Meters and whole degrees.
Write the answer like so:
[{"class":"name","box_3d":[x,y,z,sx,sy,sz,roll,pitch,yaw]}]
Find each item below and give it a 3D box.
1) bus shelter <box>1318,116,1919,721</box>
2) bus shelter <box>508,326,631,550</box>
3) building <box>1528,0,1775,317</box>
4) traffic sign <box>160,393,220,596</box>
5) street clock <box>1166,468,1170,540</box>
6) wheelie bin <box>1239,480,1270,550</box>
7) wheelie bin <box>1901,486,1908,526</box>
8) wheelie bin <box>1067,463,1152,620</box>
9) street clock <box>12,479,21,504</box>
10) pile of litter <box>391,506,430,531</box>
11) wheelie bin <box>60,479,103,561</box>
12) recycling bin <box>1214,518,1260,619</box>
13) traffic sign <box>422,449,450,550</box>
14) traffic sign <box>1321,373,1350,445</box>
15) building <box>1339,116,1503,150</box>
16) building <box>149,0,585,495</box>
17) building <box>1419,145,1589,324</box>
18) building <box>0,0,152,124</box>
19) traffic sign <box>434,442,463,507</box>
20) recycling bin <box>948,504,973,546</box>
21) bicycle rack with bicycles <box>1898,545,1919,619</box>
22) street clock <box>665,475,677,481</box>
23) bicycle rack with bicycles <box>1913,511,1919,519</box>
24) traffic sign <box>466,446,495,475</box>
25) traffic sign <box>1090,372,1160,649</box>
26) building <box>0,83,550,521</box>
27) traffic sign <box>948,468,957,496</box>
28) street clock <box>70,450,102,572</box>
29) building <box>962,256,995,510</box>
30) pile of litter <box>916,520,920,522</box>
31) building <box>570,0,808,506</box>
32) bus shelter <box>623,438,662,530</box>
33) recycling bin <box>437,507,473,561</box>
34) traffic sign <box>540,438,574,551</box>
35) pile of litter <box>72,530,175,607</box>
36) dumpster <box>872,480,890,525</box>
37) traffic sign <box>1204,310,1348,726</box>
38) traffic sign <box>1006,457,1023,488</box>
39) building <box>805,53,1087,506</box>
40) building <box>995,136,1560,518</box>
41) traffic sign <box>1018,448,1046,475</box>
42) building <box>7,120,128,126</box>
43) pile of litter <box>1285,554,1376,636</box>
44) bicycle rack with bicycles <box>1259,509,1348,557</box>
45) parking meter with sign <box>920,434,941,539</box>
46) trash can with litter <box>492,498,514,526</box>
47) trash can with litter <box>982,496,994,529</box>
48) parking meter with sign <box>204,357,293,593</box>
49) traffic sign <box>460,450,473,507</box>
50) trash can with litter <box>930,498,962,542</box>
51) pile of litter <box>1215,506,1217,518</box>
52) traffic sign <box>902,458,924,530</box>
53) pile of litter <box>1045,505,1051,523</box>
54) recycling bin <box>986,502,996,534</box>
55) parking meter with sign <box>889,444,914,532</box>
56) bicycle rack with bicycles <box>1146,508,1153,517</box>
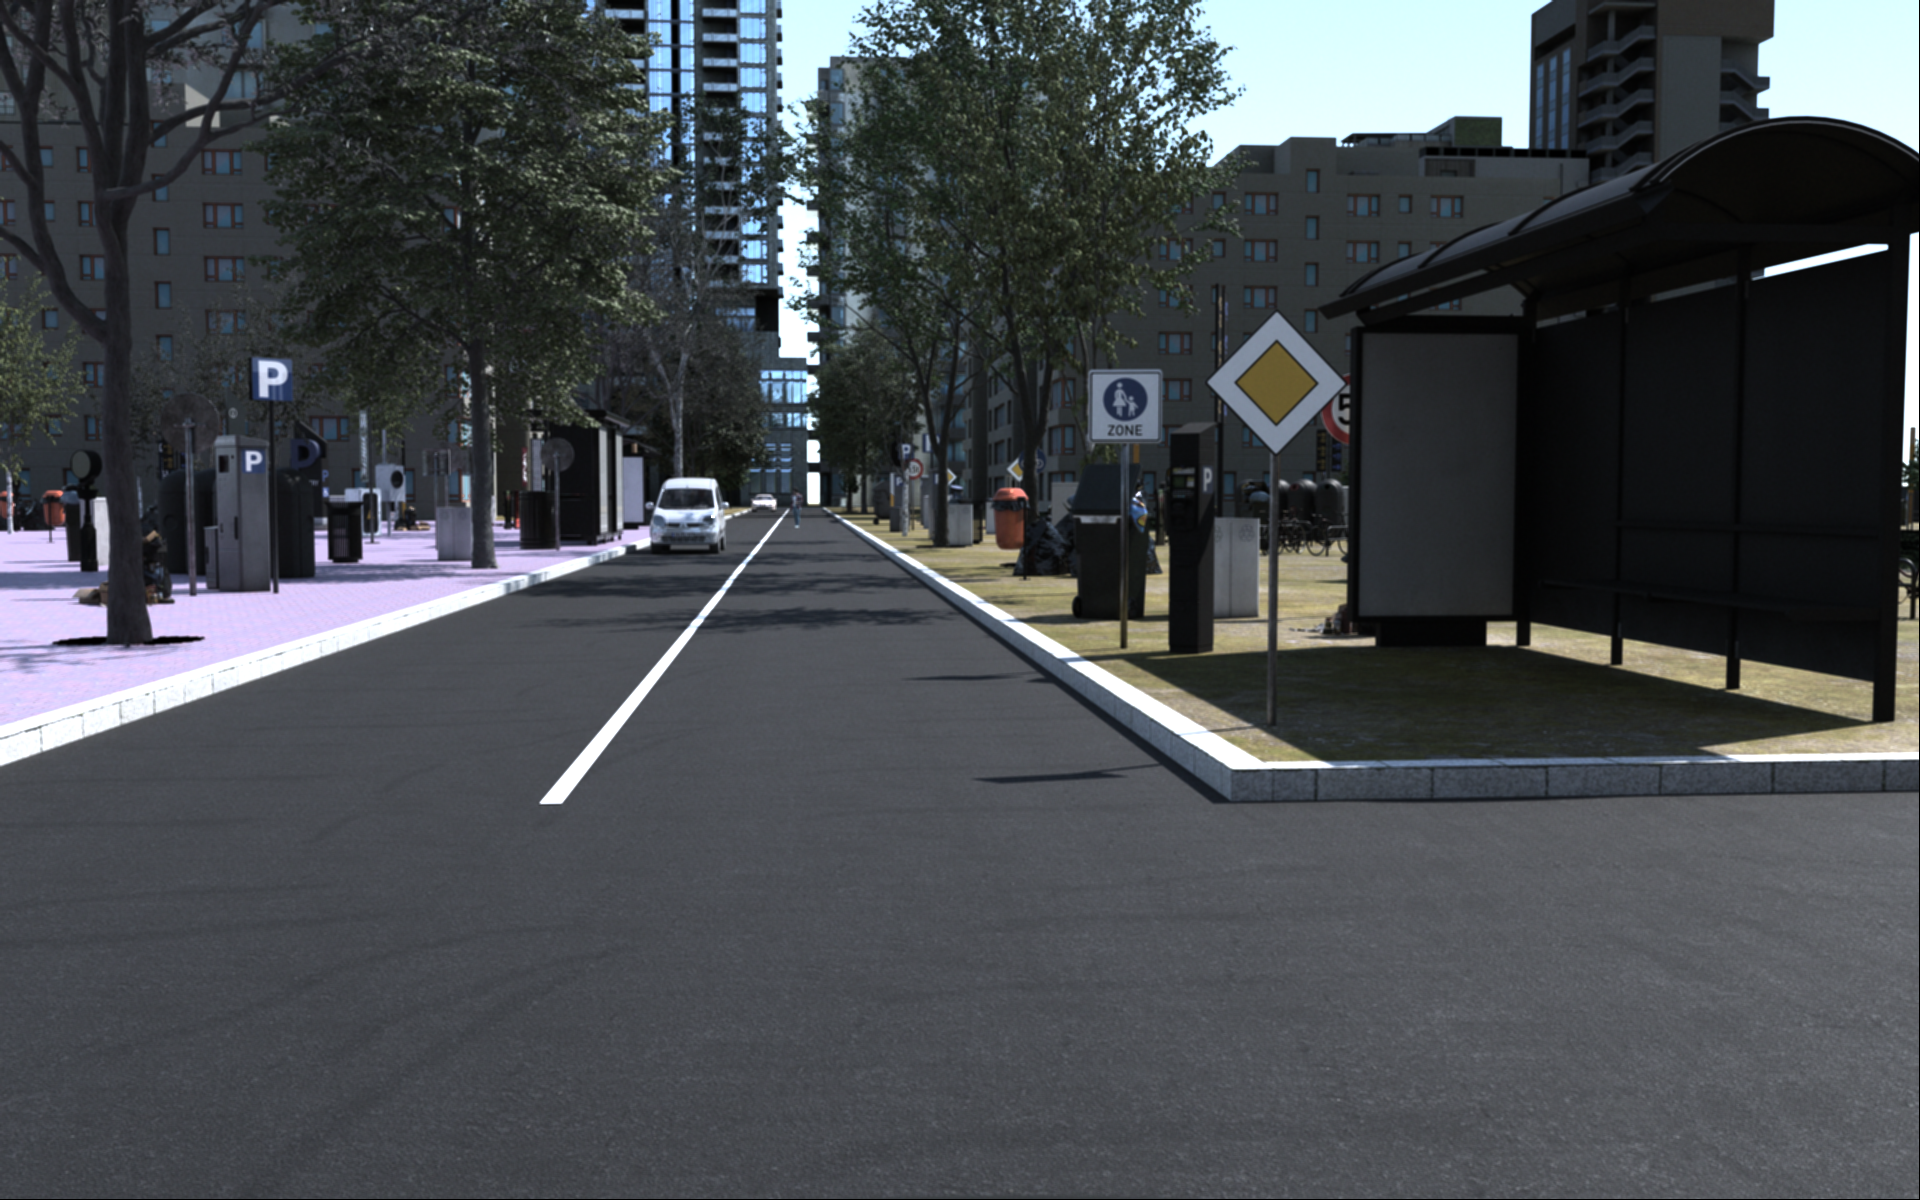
[{"class":"bus shelter","box_3d":[4.284,-1.109,12.056,2.014,3.302,5.546,0,4,-5]},{"class":"bus shelter","box_3d":[-9.926,-4.070,44.169,2.179,5.291,8.768,0,4,-5]},{"class":"building","box_3d":[57.807,-30.391,146.995,14.200,45.320,14.600,0,4,-5]},{"class":"traffic sign","box_3d":[-9.691,-1.327,21.808,0.768,2.556,0.104,0,4,1]},{"class":"street clock","box_3d":[5.882,-2.647,47.853,0.358,2.002,0.471,-1,4,-16]},{"class":"wheelie bin","box_3d":[6.880,-1.969,40.099,0.693,1.594,0.980,-1,4,-23]},{"class":"wheelie bin","box_3d":[38.078,-3.808,70.174,0.693,1.594,0.980,-3,4,-39]},{"class":"wheelie bin","box_3d":[1.550,-0.612,17.914,0.980,1.594,0.693,2,4,31]},{"class":"street clock","box_3d":[-39.705,-4.180,72.905,0.358,2.002,0.471,-1,4,-16]},{"class":"pile of litter","box_3d":[-19.161,-2.869,60.869,1.719,0.858,1.176,-2,4,-30]},{"class":"wheelie bin","box_3d":[-16.797,-1.543,33.141,0.693,1.594,0.980,-1,4,-23]},{"class":"recycling bin","box_3d":[2.671,-0.346,18.208,0.722,1.027,0.722,-1,4,-19]},{"class":"traffic sign","box_3d":[-11.952,-2.288,39.534,0.606,2.300,0.079,0,4,-3]},{"class":"traffic sign","box_3d":[4.166,-1.110,18.249,0.768,2.556,0.104,0,4,0]},{"class":"building","box_3d":[49.797,-30.995,190.370,14.086,41.232,14.154,0,4,-5]},{"class":"building","box_3d":[-45.165,-31.446,133.753,30.456,49.044,23.786,0,4,-5]},{"class":"building","box_3d":[43.574,-22.977,147.382,14.107,30.474,14.160,0,4,-5]},{"class":"building","box_3d":[-84.730,-36.462,185.393,27.495,52.752,28.713,0,4,-5]},{"class":"traffic sign","box_3d":[-12.445,-2.565,42.038,0.768,2.556,0.104,0,4,-3]},{"class":"recycling bin","box_3d":[-0.096,-1.856,42.897,0.722,1.027,0.722,-1,4,-10]},{"class":"bicycle rack with bicycles","box_3d":[8.708,-0.310,18.449,2.852,0.926,2.925,-1,4,-20]},{"class":"street clock","box_3d":[-10.860,-3.706,65.170,0.471,2.002,0.358,3,4,38]},{"class":"bicycle rack with bicycles","box_3d":[38.109,-3.283,67.057,2.852,0.926,2.925,0,4,0]},{"class":"traffic sign","box_3d":[-10.187,-2.120,36.798,0.606,2.300,0.079,0,4,1]},{"class":"traffic sign","box_3d":[1.360,-0.746,14.323,0.606,2.300,0.079,0,4,4]},{"class":"building","box_3d":[-38.918,-15.351,96.033,27.650,21.520,28.899,0,4,-5]},{"class":"traffic sign","box_3d":[-0.531,-4.636,76.988,0.795,2.450,0.064,0,4,-4]},{"class":"street clock","box_3d":[-14.440,-1.474,28.667,0.471,2.002,0.358,2,4,23]},{"class":"building","box_3d":[15.298,-17.859,137.031,27.650,21.520,28.899,0,4,-5]},{"class":"pile of litter","box_3d":[-1.303,-4.022,79.730,1.176,0.858,1.719,-2,4,-32]},{"class":"building","box_3d":[-32.182,-53.424,186.146,31.000,86.520,22.319,0,4,-5]},{"class":"bus shelter","box_3d":[-12.403,-4.349,65.036,2.014,3.302,5.546,0,4,-5]},{"class":"recycling bin","box_3d":[-9.657,-1.287,33.590,0.722,1.027,0.722,1,4,9]},{"class":"traffic sign","box_3d":[-9.144,-2.398,39.318,0.768,2.556,0.104,0,4,-1]},{"class":"pile of litter","box_3d":[-9.822,-0.392,20.379,1.176,0.858,1.719,-1,4,-10]},{"class":"dumpster","box_3d":[-3.039,-4.118,73.093,1.264,1.857,1.865,0,4,-5]},{"class":"traffic sign","box_3d":[1.725,-0.360,9.537,0.795,2.450,0.064,0,4,-5]},{"class":"traffic sign","box_3d":[1.809,-3.163,52.907,0.795,2.450,0.064,0,4,1]},{"class":"building","box_3d":[-1.633,-34.926,190.640,30.456,49.044,23.786,0,4,-5]},{"class":"building","box_3d":[17.747,-16.101,108.289,27.650,21.520,28.899,0,4,-5]},{"class":"traffic sign","box_3d":[1.942,-2.855,46.787,0.768,2.556,0.104,0,4,-5]},{"class":"building","box_3d":[-68.312,-22.385,137.699,14.107,30.474,14.160,0,4,-5]},{"class":"pile of litter","box_3d":[3.904,-0.123,15.972,1.176,0.858,1.719,-3,4,-38]},{"class":"bicycle rack with bicycles","box_3d":[7.259,-1.425,36.681,2.852,0.926,2.925,3,5,44]},{"class":"parking meter with sign","box_3d":[-0.670,-3.238,49.206,0.543,3.016,1.738,-1,4,-10]},{"class":"trash can with litter","box_3d":[-18.416,-3.590,69.761,1.678,1.210,2.233,2,4,35]},{"class":"trash can with litter","box_3d":[1.508,-3.191,63.234,2.233,1.210,1.678,-3,5,-39]},{"class":"parking meter with sign","box_3d":[-9.455,-1.626,22.853,1.738,3.016,0.543,3,5,42]},{"class":"traffic sign","box_3d":[-12.874,-2.787,45.673,0.768,2.556,0.104,0,4,-1]},{"class":"trash can with litter","box_3d":[-0.285,-2.119,46.040,0.624,1.170,1.055,3,4,36]},{"class":"pile of litter","box_3d":[9.712,-3.320,68.253,1.719,0.858,1.176,-3,4,-38]},{"class":"traffic sign","box_3d":[-1.668,-3.744,61.318,0.768,2.556,0.104,0,4,1]},{"class":"pile of litter","box_3d":[4.095,-3.531,71.702,1.176,0.858,1.719,2,4,34]},{"class":"recycling bin","box_3d":[1.261,-2.634,55.614,0.722,1.027,0.722,1,4,15]},{"class":"parking meter with sign","box_3d":[-2.007,-3.836,58.975,0.543,3.016,1.738,1,4,11]},{"class":"bicycle rack with bicycles","box_3d":[7.417,-4.241,82.730,2.852,0.926,2.925,-3,4,-37]}]
